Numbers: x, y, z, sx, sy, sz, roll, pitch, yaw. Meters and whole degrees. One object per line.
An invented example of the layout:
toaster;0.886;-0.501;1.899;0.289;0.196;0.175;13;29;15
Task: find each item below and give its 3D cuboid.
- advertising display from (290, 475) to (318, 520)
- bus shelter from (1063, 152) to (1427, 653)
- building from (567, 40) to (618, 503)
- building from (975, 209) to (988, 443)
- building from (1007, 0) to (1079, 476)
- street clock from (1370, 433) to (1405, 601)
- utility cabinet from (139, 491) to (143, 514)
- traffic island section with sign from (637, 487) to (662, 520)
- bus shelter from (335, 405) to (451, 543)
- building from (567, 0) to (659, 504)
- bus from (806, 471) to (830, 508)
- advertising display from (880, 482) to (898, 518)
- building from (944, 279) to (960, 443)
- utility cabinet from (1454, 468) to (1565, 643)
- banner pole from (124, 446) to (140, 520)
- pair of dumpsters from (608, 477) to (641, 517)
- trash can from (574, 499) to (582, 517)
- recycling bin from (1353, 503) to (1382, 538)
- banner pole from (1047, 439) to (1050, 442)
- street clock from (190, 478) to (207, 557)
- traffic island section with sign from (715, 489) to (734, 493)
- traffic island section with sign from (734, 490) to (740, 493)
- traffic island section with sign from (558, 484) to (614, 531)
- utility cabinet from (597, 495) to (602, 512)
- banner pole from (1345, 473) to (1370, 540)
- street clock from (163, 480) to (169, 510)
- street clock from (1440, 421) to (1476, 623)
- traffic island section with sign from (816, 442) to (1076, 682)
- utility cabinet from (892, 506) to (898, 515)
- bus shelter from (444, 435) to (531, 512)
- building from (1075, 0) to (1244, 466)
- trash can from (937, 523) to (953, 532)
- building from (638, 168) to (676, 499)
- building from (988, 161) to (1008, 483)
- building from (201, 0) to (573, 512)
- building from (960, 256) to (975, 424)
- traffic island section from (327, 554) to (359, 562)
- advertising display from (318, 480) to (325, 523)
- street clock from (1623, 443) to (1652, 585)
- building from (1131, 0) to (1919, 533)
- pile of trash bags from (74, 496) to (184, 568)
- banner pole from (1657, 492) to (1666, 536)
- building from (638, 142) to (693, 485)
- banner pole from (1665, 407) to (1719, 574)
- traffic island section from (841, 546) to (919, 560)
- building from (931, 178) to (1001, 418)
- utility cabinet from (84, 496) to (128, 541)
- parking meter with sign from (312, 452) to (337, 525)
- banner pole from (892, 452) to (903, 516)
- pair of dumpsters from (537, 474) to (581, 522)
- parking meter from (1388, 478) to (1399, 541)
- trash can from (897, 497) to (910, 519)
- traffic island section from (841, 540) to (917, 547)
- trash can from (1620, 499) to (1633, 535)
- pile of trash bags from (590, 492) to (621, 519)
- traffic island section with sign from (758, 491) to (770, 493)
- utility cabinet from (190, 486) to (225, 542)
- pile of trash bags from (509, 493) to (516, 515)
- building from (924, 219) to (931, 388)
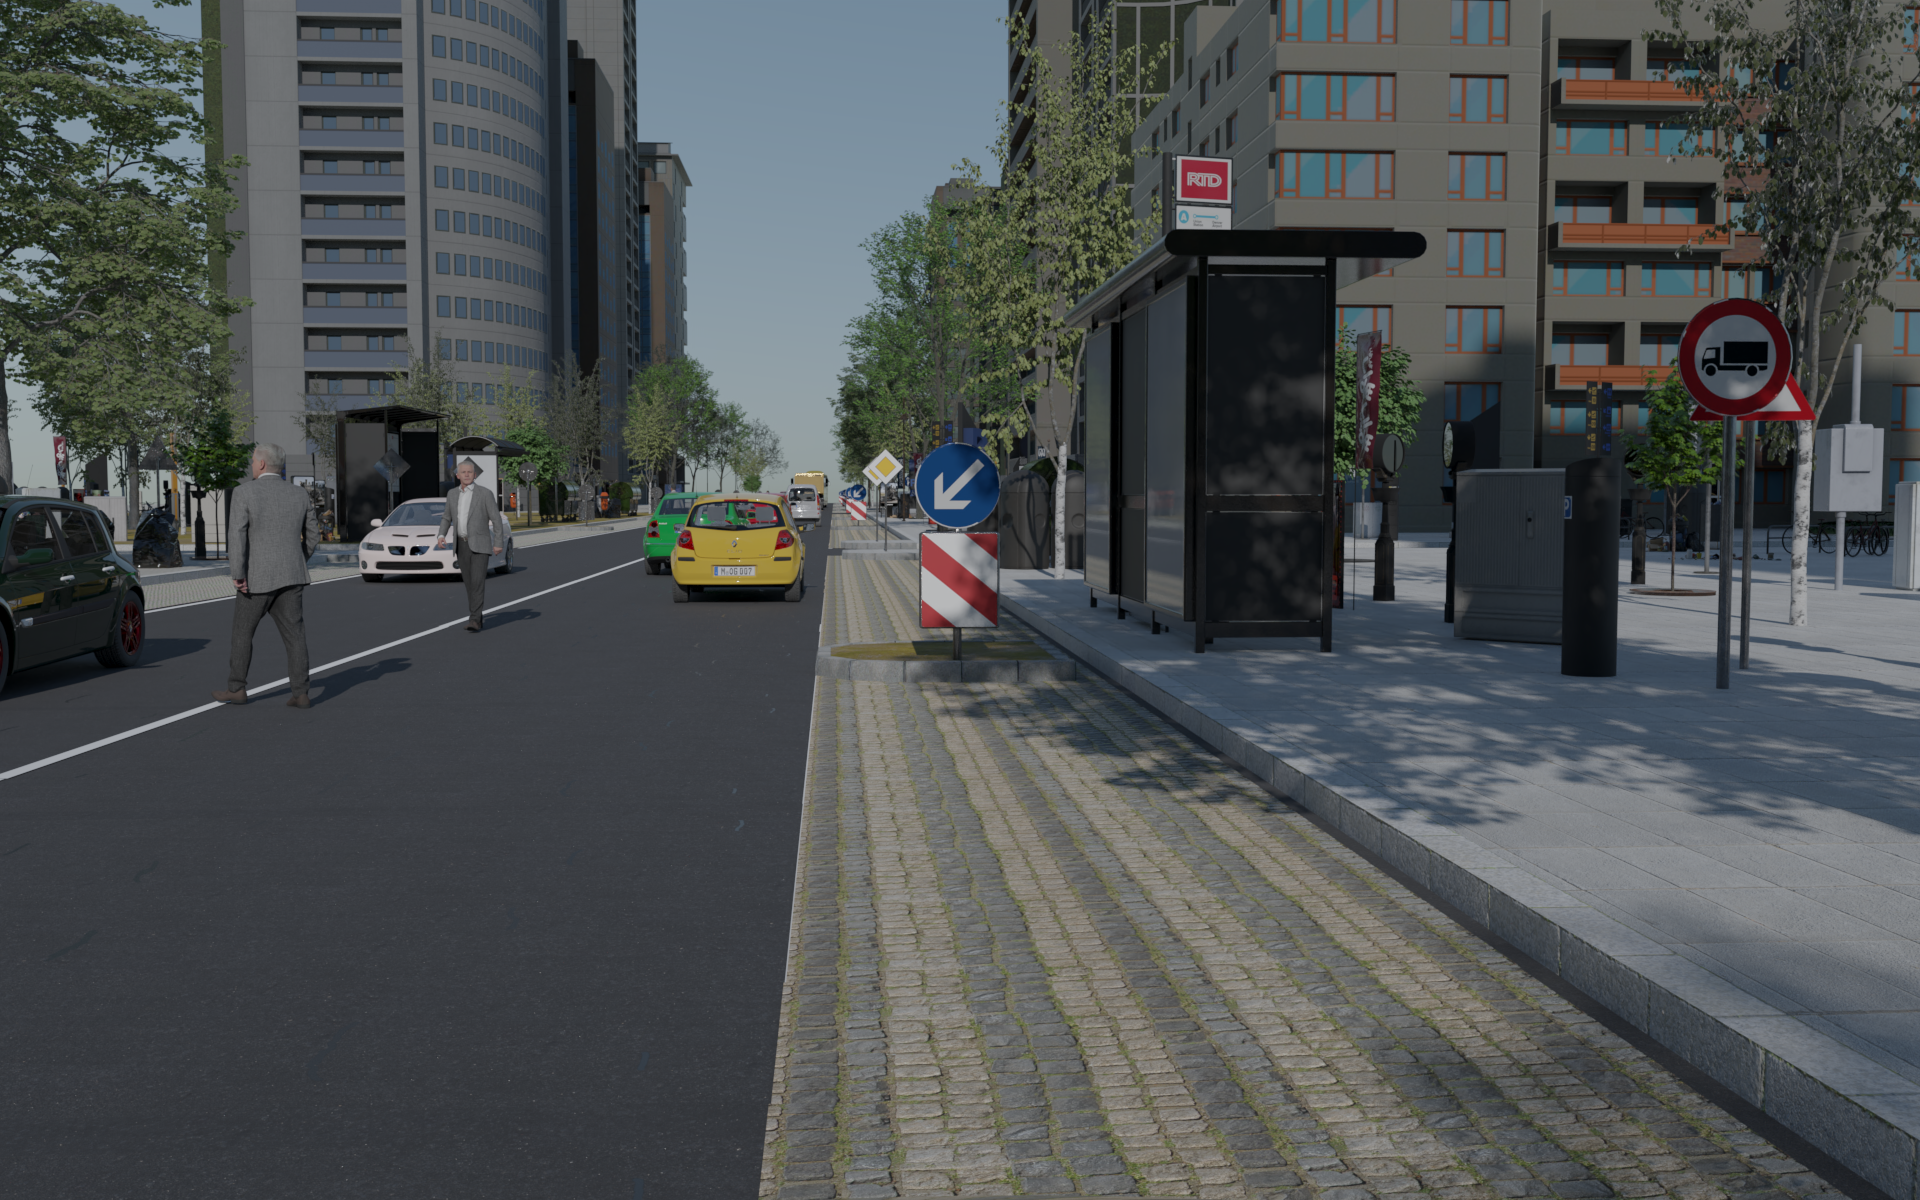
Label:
advertising display;-22.831;-3.363;60.196;0.123;1.923;0.974;2;4;27
bus shelter;2.369;-2.475;18.092;2.179;5.291;8.768;0;4;-4
building;-42.642;-32.112;175.146;14.600;45.320;14.200;0;4;-4
building;9.364;-24.154;166.611;14.160;30.474;14.107;0;4;-4
building;15.364;-31.238;134.450;21.300;48.544;21.600;0;4;-4
street clock;5.096;-0.990;20.763;0.471;2.002;0.358;-3;5;-41
utility cabinet;-51.966;-6.180;109.722;0.318;1.500;1.173;-1;4;-23
traffic island section with sign;-16.574;-5.267;94.738;1.989;1.847;2.006;0;4;-4
bus shelter;-15.802;-3.507;48.623;1.731;3.624;6.357;0;4;-4
building;-49.864;-47.963;222.451;20.563;71.187;20.611;0;4;-4
bus;-15.323;-11.647;181.982;2.896;3.916;12.252;0;4;-2
advertising display;-3.853;-5.432;94.030;0.974;1.923;0.123;0;4;-8
building;4.774;-28.106;231.235;14.160;30.474;14.107;0;4;-4
utility cabinet;4.886;-0.384;14.963;1.173;1.500;0.318;3;5;42
banner pole;-41.595;-5.925;86.896;0.863;3.779;0.401;-1;4;-12
pair of dumpsters;-19.403;-5.963;99.994;1.574;2.255;4.437;0;4;-4
trash can;-21.044;-5.138;95.659;0.748;1.137;0.748;0;3;0
recycling bin;12.006;-2.345;50.895;0.722;1.027;0.722;0;4;-5
banner pole;3.869;-5.456;79.216;0.863;3.779;0.401;3;4;39
street clock;-15.578;-1.890;35.467;0.358;2.002;0.471;-3;4;-36
traffic island section with sign;-20.272;-8.384;145.713;1.989;1.847;2.006;0;4;-4
traffic island section with sign;-22.220;-10.029;172.598;1.989;1.847;2.006;0;4;-4
traffic island section with sign;-14.633;-3.622;67.853;1.989;1.847;2.006;0;4;-4
utility cabinet;-19.723;-5.110;94.708;0.306;1.237;1.020;-1;4;-12
banner pole;11.155;-3.589;48.691;0.863;3.779;0.401;-2;4;-24
street clock;-41.378;-5.242;90.277;0.358;2.002;0.471;-2;4;-29
street clock;4.950;-0.775;17.240;0.358;2.002;0.471;0;4;3
traffic island section with sign;-0.175;-0.332;14.062;1.989;1.847;2.006;0;4;-4
utility cabinet;-3.567;-5.726;104.786;1.020;1.237;0.306;0;4;3
bus shelter;-17.001;-4.202;62.624;2.014;3.302;5.546;0;4;-4
building;16.895;-41.050;109.420;20.563;71.187;20.611;0;4;-4
trash can;-0.444;-2.707;55.907;0.748;1.137;0.748;0;3;0
building;-47.298;-36.148;241.127;14.600;45.320;14.200;0;4;-4
building;10.363;-23.294;152.565;14.160;30.474;14.107;0;4;-4
building;-42.607;-36.095;132.158;21.231;58.520;28.212;0;4;-4
building;7.875;-25.023;180.833;14.160;30.474;14.107;0;4;-4
traffic island section;-12.448;-0.958;37.950;2.009;0.180;2.903;0;4;-4
advertising display;-29.068;-4.450;77.966;0.974;1.923;0.123;-2;4;-32
street clock;9.656;-1.225;24.606;0.471;2.002;0.358;1;4;18
building;23.666;-13.831;71.170;28.899;21.520;27.650;0;4;-4
pile of trash bags;-15.417;-1.265;30.432;3.447;1.369;1.912;-1;4;-10
banner pole;21.664;-3.870;53.298;0.401;3.779;0.863;0;4;8
building;-55.619;-41.135;261.789;28.713;52.752;27.495;0;4;-4
banner pole;11.972;-2.326;28.055;0.401;3.779;0.863;-1;4;-19
traffic island section;-1.635;-1.006;38.726;2.009;0.180;2.903;0;4;-4
building;3.154;-36.398;245.217;14.600;45.320;14.200;0;4;-4
utility cabinet;-23.214;-2.196;47.073;1.020;1.237;0.306;-1;4;-20
parking meter with sign;-26.189;-4.672;72.642;1.738;3.016;0.543;-1;4;-15
banner pole;-3.659;-6.932;103.358;0.863;3.779;0.401;0;4;-6
pair of dumpsters;-18.653;-4.769;80.471;1.574;2.255;4.437;0;4;-4
parking meter;11.895;-2.559;47.551;0.255;1.863;0.399;1;4;21
trash can;-2.946;-4.817;90.407;0.748;1.137;0.748;0;3;0
traffic island section;-2.212;-1.493;46.690;2.009;0.180;2.903;0;4;-4
trash can;20.711;-2.603;54.217;0.748;1.137;0.748;0;3;0
pile of trash bags;-18.871;-5.003;91.552;1.912;1.369;3.447;-1;4;-16
traffic island section with sign;-26.170;-13.363;227.105;1.989;1.847;2.006;0;4;-4
utility cabinet;-19.562;-2.254;45.530;1.173;1.500;0.318;0;4;2
pile of trash bags;-28.003;-5.719;103.257;3.447;1.369;1.912;-1;4;-21
building;5.882;-37.469;267.235;22.147;44.769;28.867;0;4;-4
